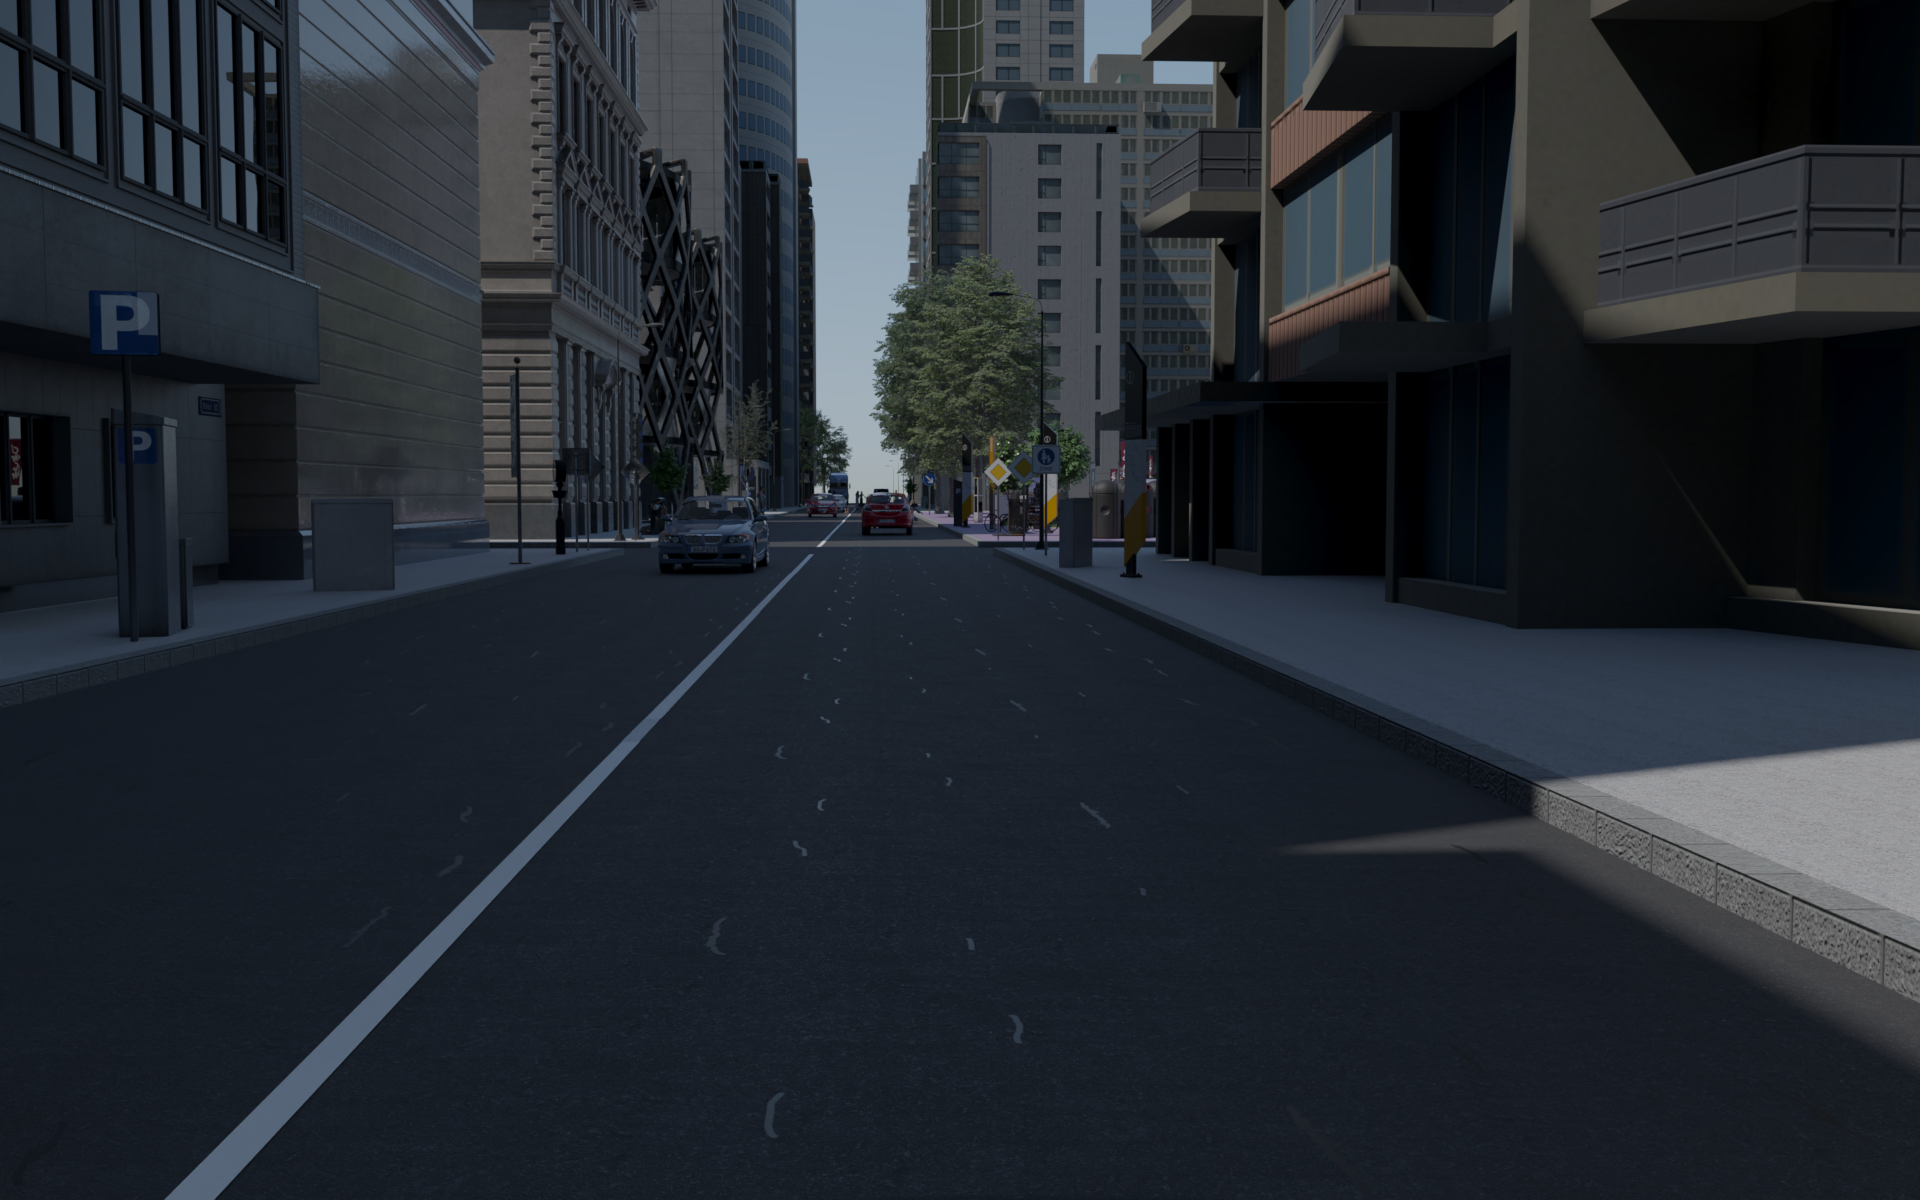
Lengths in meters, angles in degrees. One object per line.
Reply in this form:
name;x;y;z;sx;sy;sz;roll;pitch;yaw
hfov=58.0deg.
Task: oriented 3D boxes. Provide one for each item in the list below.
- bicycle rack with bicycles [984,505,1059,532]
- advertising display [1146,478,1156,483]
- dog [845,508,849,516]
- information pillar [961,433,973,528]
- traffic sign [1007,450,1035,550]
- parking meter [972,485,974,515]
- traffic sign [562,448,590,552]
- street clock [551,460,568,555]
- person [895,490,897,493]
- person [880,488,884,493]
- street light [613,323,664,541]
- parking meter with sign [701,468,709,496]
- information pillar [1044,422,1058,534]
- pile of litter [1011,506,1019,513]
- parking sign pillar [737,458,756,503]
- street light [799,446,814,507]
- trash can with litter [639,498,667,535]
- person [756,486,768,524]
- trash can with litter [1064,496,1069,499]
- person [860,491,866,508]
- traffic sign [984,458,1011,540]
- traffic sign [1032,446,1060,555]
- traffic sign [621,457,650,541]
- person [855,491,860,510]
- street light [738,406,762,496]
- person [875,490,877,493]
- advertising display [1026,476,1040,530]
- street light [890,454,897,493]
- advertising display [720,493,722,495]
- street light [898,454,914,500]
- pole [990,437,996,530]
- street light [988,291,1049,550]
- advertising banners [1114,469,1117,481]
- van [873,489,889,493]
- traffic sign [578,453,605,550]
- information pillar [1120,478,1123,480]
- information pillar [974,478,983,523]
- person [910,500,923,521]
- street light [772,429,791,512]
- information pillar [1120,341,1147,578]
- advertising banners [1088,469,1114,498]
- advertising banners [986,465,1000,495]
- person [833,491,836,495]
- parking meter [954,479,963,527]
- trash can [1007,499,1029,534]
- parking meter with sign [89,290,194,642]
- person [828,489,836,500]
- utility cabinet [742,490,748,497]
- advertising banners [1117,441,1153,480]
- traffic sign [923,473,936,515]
bicycle rack with bicycles;2.242;-2.733;58.069;2.925;0.926;2.852;-1;4;-13
advertising display;7.725;-3.863;68.366;0.974;1.923;0.123;1;4;11
dog;-7.394;-5.754;113.365;0.540;0.507;0.406;2;4;29
information pillar;0.276;-4.575;66.152;0.504;3.616;0.183;3;5;42
traffic sign;1.468;-2.216;39.879;0.795;2.450;0.064;0;4;-3
parking meter;0.942;-6.148;106.225;0.255;1.863;0.399;2;4;30
traffic sign;-8.482;-2.212;38.304;0.606;2.300;0.079;0;4;-3
street clock;-8.480;-1.966;36.718;0.358;2.002;0.471;-1;4;-21
person;-4.594;-7.083;125.026;1.217;1.735;0.721;-1;4;-11
person;-5.808;-7.460;130.104;1.348;1.869;0.705;1;4;10
street light;-8.748;-4.565;47.182;1.470;5.913;1.316;0;4;-3
parking meter with sign;-16.686;-7.312;115.809;0.543;3.016;1.738;-2;4;-34
information pillar;2.928;-3.974;56.328;0.504;3.616;0.183;2;4;26
pile of litter;2.918;-5.165;98.406;1.176;0.858;1.719;0;4;4
parking sign pillar;-14.639;-7.983;118.989;1.447;3.967;1.447;-3;5;-44
street light;-14.938;-11.910;167.274;1.470;5.913;1.316;0;4;-3
trash can with litter;-9.682;-2.627;54.334;1.055;1.170;0.624;3;4;39
person;-9.357;-4.446;81.285;0.778;1.811;0.616;-1;4;-12
trash can with litter;6.732;-5.688;104.380;1.055;1.170;0.624;-1;4;-16
person;-10.028;-10.157;175.348;1.217;1.735;0.721;2;4;33
traffic sign;1.052;-2.704;47.854;0.795;2.450;0.064;0;4;-3
traffic sign;1.792;-2.076;36.079;0.606;2.300;0.079;0;4;4
traffic sign;-8.880;-2.674;47.358;0.795;2.450;0.064;0;4;-3
person;-9.415;-9.184;159.326;0.621;1.740;0.551;-3;5;-43
street light;-11.068;-7.244;90.985;1.470;5.913;1.316;0;4;-3
person;-6.363;-7.540;132.303;1.217;1.766;0.721;-1;4;-19
advertising display;2.832;-3.516;62.706;0.974;1.923;0.123;-2;4;-30
street light;-7.041;-13.849;198.969;1.470;5.913;1.316;0;4;-3
advertising display;-17.024;-7.042;120.342;0.974;1.923;0.123;0;4;3
street light;-4.714;-11.201;155.684;1.470;5.913;1.316;0;4;-3
pole;1.168;-4.171;62.046;0.158;3.312;0.155;0;3;0
street light;1.345;-4.115;39.823;1.470;5.913;1.316;0;4;-3
advertising banners;9.592;-6.079;95.585;2.074;3.025;0.090;-2;4;-25
van;-8.727;-11.523;192.776;2.240;2.365;5.245;0;4;-1
traffic sign;-8.463;-2.186;39.383;0.795;2.450;0.064;0;4;-3
information pillar;7.545;-4.584;79.438;0.304;2.012;0.304;-2;4;-35
information pillar;0.824;-4.462;77.444;0.304;2.012;0.304;-3;4;-37
person;-2.457;-4.503;87.626;1.012;1.151;0.738;2;4;33
street light;-12.716;-9.241;123.637;1.470;5.913;1.316;0;4;-3
information pillar;2.673;-2.148;26.471;0.183;3.616;0.504;-2;4;-29
advertising banners;9.897;-7.570;119.957;2.074;3.025;0.090;1;4;16
advertising banners;1.972;-6.615;104.350;0.090;3.025;2.074;2;4;26
person;-10.831;-8.587;149.719;1.217;1.723;0.721;1;4;21
parking meter;-0.052;-3.831;68.354;0.399;1.863;0.255;0;4;1
trash can;1.846;-2.659;55.132;0.748;1.137;0.748;0;3;0
parking meter with sign;-7.381;-1.193;15.764;0.543;3.016;1.738;-1;4;-14
person;-10.223;-7.772;135.586;1.348;1.822;0.705;-3;4;-37
utility cabinet;-11.557;-5.156;92.986;0.318;1.500;1.173;0;4;-5
advertising banners;5.769;-3.665;56.117;0.090;3.025;2.074;-2;4;-28
traffic sign;-1.858;-6.450;105.560;0.768;2.556;0.104;0;4;0
